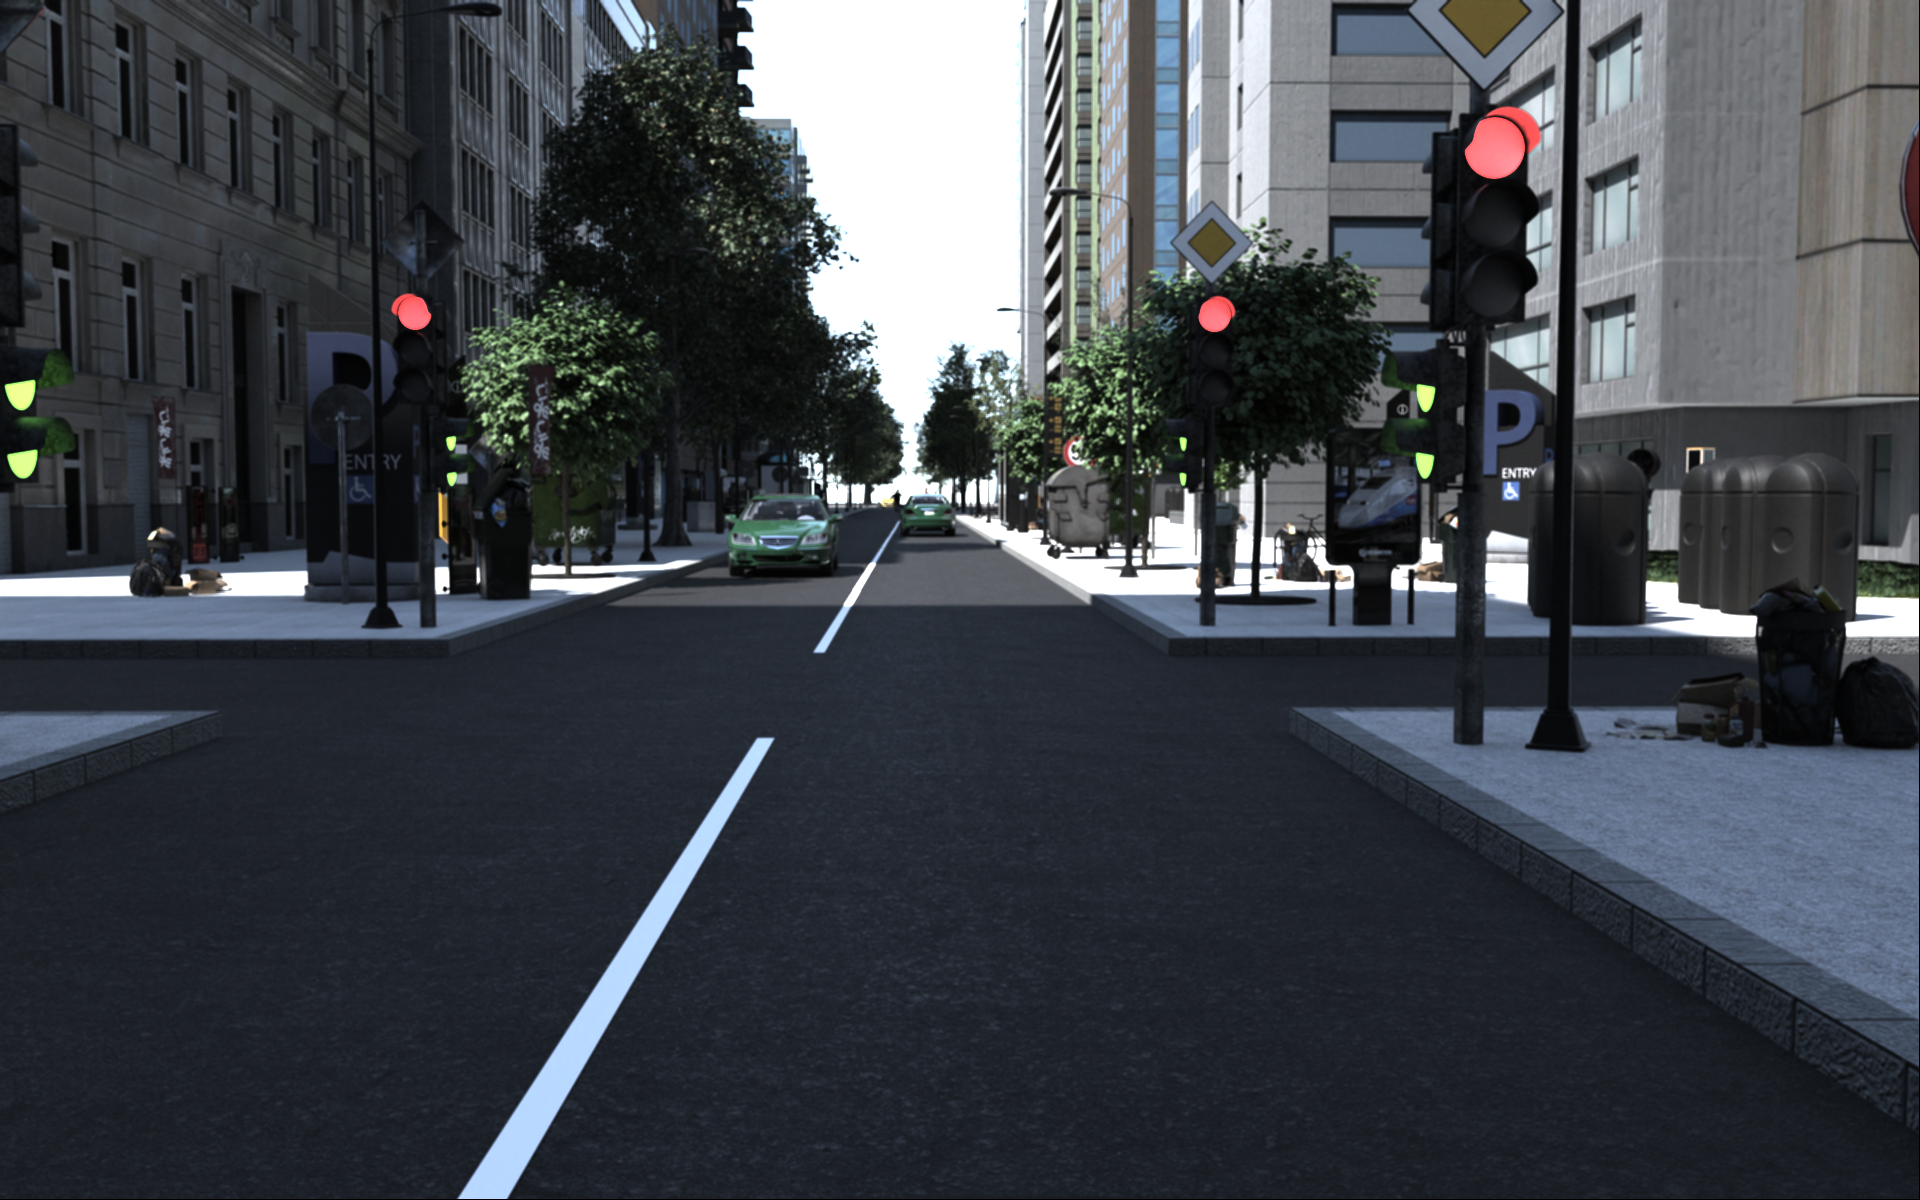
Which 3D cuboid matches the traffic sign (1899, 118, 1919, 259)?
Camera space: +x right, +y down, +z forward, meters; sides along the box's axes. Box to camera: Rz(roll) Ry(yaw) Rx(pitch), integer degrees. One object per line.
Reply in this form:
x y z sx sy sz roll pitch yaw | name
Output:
3.079 -0.302 5.038 0.768 2.556 0.104 0 4 3 | traffic sign

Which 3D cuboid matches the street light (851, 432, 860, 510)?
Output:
-7.313 -8.422 110.234 1.470 5.913 1.316 0 4 -1 | street light

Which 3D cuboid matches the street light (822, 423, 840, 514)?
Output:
-6.687 -6.826 84.144 1.470 5.913 1.316 0 4 -1 | street light

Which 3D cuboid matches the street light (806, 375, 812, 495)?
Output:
-6.305 -5.749 66.537 1.470 5.913 1.316 0 4 -1 | street light

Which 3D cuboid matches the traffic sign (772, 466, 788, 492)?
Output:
-8.159 -4.797 78.545 0.768 2.556 0.104 1 4 8 | traffic sign

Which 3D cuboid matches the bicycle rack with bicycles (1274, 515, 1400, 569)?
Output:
6.965 -1.032 30.251 2.925 0.926 2.852 -3 5 -41 | bicycle rack with bicycles

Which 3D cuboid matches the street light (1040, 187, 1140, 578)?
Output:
2.051 -3.295 26.407 1.470 5.913 1.316 0 4 -1 | street light

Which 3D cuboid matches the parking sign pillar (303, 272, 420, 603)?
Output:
-7.246 -1.992 21.038 1.447 3.967 1.447 0 4 -1 | parking sign pillar

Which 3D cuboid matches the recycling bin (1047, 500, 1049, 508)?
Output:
3.938 -4.400 84.492 0.722 1.027 0.722 0 4 -8 | recycling bin

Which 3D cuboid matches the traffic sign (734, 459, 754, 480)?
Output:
-7.948 -3.894 63.768 0.768 2.556 0.104 0 4 4 | traffic sign

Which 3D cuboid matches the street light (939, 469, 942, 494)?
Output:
-0.709 -9.952 135.261 1.470 5.913 1.316 0 4 -1 | street light

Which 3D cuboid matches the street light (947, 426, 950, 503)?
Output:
0.104 -7.966 102.784 1.470 5.913 1.316 0 4 -1 | street light

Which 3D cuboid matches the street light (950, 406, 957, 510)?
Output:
0.347 -7.299 91.872 1.470 5.913 1.316 0 4 -1 | street light

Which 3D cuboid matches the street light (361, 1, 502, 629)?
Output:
-5.017 -2.687 16.480 1.470 5.913 1.316 0 4 -1 | street light

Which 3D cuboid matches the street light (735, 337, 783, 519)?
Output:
-5.945 -4.756 50.297 1.470 5.913 1.316 0 4 -1 | street light

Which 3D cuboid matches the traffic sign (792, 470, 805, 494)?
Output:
-8.697 -5.634 92.124 0.884 2.594 0.081 0 4 5 | traffic sign

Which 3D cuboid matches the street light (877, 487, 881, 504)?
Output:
-8.979 -12.480 176.595 1.470 5.913 1.316 0 4 -1 | street light

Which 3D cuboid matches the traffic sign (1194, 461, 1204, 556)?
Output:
4.853 -2.167 35.544 0.768 2.556 0.104 0 4 2 | traffic sign

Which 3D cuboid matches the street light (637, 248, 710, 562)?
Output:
-5.423 -3.689 32.850 1.470 5.913 1.316 0 4 -1 | street light

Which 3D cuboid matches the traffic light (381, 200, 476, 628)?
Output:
-5.111 -1.692 16.586 0.839 4.253 0.868 0 4 -1 | traffic light

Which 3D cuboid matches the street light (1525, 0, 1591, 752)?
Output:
2.491 -2.205 8.593 1.470 5.913 1.316 0 4 -1 | street light

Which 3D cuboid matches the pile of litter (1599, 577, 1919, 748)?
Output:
4.330 0.292 9.185 1.719 0.858 1.176 2 4 24 | pile of litter

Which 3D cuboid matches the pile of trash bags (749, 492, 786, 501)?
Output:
-7.497 -3.652 69.456 1.912 1.369 3.447 -1 4 -21 | pile of trash bags

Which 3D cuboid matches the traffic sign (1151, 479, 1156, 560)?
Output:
3.787 -2.064 33.858 0.768 2.556 0.104 0 4 6 | traffic sign

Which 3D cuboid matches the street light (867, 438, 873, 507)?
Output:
-8.142 -10.433 143.121 1.470 5.913 1.316 0 4 -1 | street light

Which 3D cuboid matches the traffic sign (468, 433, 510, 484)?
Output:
-8.342 -1.808 30.750 0.795 2.450 0.064 0 4 6 | traffic sign

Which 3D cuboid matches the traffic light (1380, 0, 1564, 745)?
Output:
2.600 -1.216 8.809 0.839 4.253 0.868 0 4 -1 | traffic light

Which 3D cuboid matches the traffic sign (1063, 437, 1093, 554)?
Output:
2.583 -2.256 36.990 0.768 2.556 0.104 0 4 4 | traffic sign

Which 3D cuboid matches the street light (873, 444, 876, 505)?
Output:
-8.630 -11.434 159.493 1.470 5.913 1.316 0 4 -1 | street light

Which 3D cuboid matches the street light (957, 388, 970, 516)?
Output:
0.709 -6.305 75.632 1.470 5.913 1.316 0 4 -1 | street light

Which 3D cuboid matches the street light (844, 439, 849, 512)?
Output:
-6.853 -7.391 93.389 1.470 5.913 1.316 0 4 -1 | street light

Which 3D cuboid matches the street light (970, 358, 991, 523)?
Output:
1.186 -5.312 59.395 1.470 5.913 1.316 0 4 -1 | street light

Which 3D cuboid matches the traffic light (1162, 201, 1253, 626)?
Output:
2.398 -1.705 16.792 0.839 4.253 0.868 0 4 -1 | traffic light

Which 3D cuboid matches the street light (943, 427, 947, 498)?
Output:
-0.287 -8.959 119.023 1.470 5.913 1.316 0 4 -1 | street light

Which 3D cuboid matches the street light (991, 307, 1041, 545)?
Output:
1.590 -4.319 43.156 1.470 5.913 1.316 0 4 -1 | street light

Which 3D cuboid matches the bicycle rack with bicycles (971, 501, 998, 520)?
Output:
2.252 -4.461 86.323 2.925 0.926 2.852 1 4 17 | bicycle rack with bicycles

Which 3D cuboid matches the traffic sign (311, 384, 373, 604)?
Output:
-7.170 -1.225 20.135 0.768 2.556 0.104 0 4 3 | traffic sign

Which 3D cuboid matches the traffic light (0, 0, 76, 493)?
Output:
-4.908 -1.204 8.604 0.839 4.253 0.868 0 4 -1 | traffic light

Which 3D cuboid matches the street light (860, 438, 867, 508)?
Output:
-7.765 -9.440 126.882 1.470 5.913 1.316 0 4 -1 | street light

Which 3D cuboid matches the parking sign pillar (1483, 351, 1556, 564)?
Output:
10.357 -2.675 32.207 1.447 3.967 1.447 -3 5 -42 | parking sign pillar

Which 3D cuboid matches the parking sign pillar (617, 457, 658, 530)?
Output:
-11.647 -4.526 62.471 1.447 3.967 1.447 1 4 9 | parking sign pillar

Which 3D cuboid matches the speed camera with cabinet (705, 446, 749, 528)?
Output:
-8.791 -4.344 65.361 0.660 3.252 2.038 2 4 29 | speed camera with cabinet

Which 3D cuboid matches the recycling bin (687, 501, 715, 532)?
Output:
-8.805 -2.833 58.871 0.722 1.027 0.722 -3 5 -43 | recycling bin
